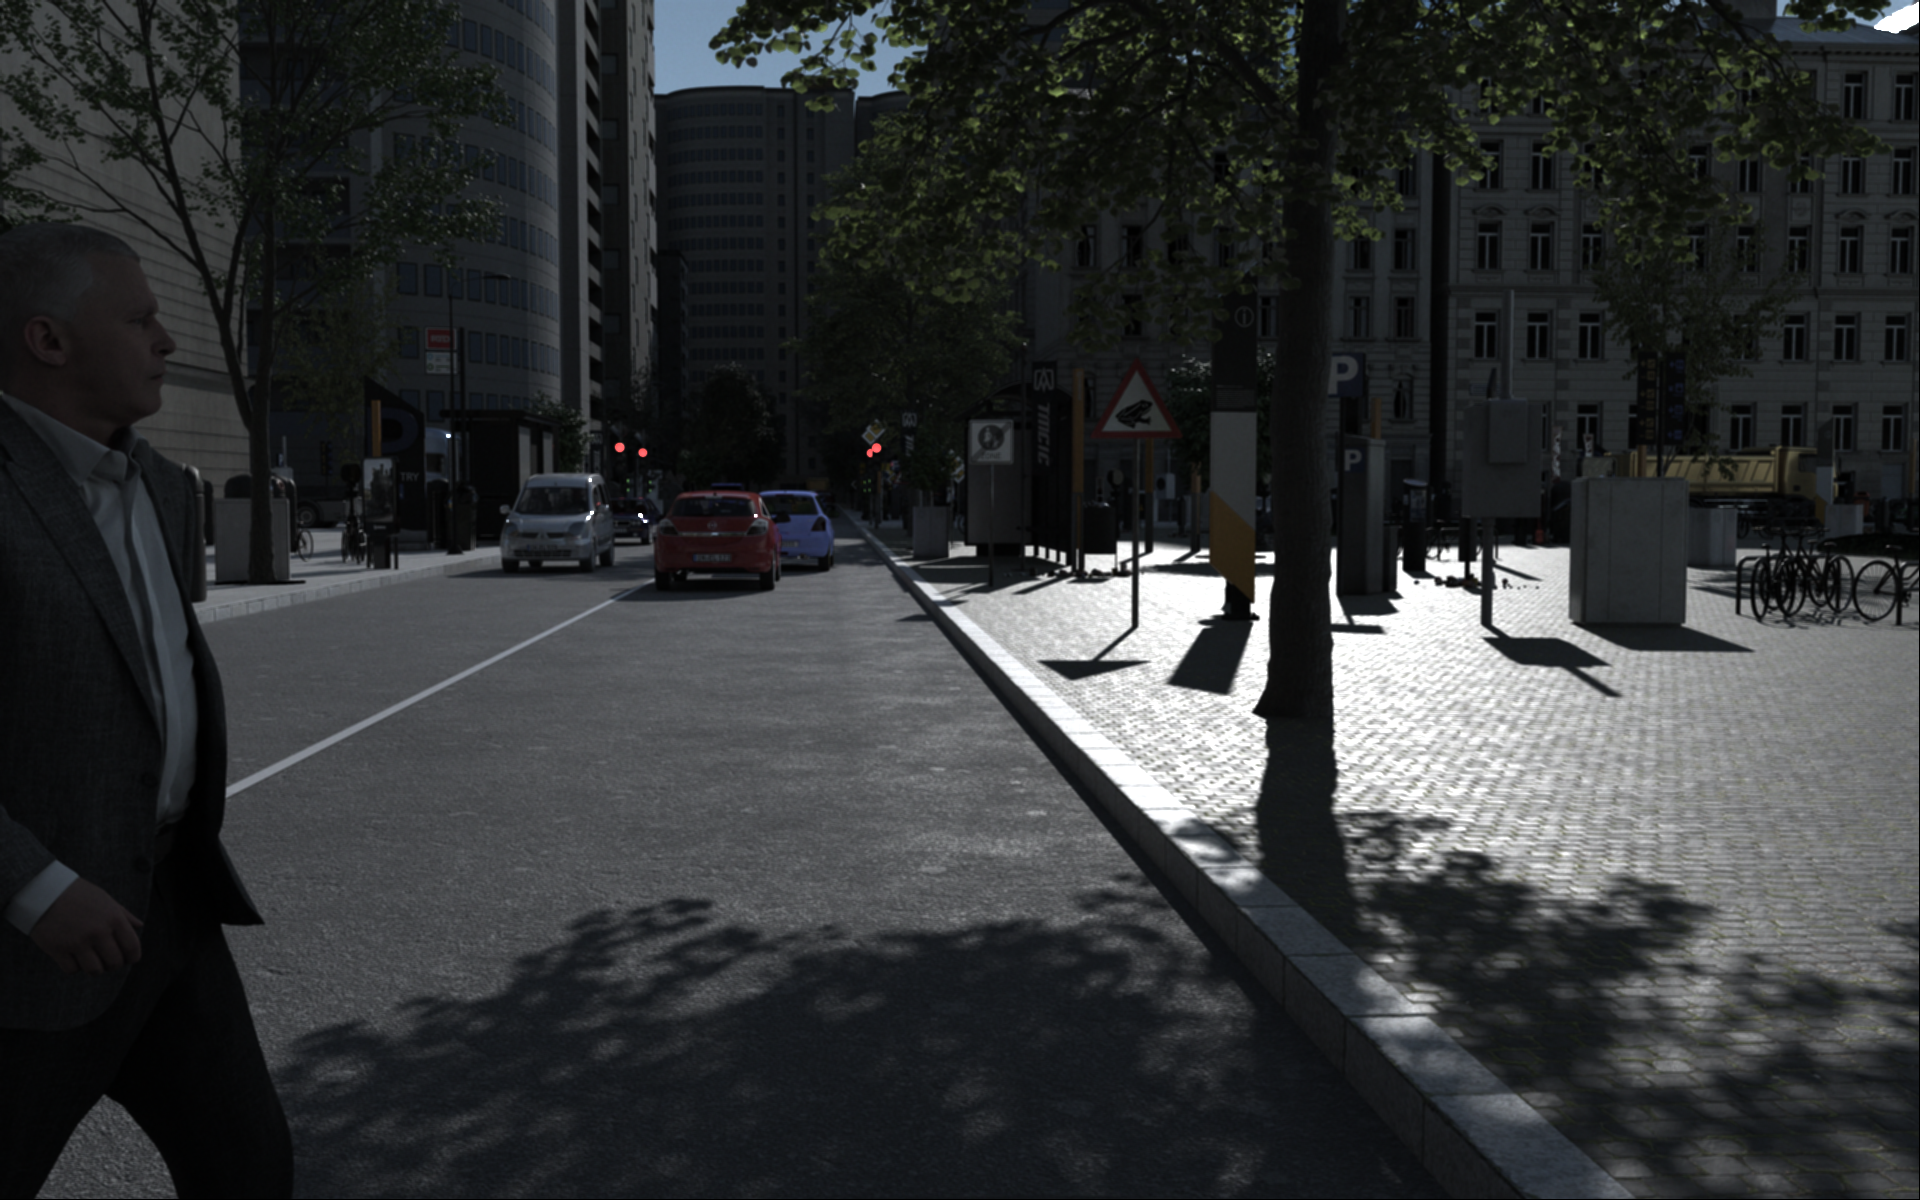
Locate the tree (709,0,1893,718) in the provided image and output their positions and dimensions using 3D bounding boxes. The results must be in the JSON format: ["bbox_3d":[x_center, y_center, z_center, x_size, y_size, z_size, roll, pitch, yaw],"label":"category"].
[{"bbox_3d":[2.387,-5.611,9.867,7.486,12.596,7.792,0,3,0],"label":"tree"}]

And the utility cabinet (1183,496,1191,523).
[{"bbox_3d":[10.065,-3.965,75.991,0.306,1.237,1.020,2,4,25],"label":"utility cabinet"}]

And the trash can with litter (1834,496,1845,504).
[{"bbox_3d":[64.221,-6.925,124.284,2.233,1.210,1.678,-1,4,-17],"label":"trash can with litter"}]

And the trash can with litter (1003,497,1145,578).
[{"bbox_3d":[1.803,-0.986,27.173,2.233,1.210,1.678,0,4,3],"label":"trash can with litter"}]

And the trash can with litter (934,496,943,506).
[{"bbox_3d":[-0.978,-5.000,93.137,0.624,1.170,1.055,-1,4,-23],"label":"trash can with litter"}]

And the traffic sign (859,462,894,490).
[{"bbox_3d":[-5.334,-7.170,111.104,2.265,3.308,0.079,0,4,-4],"label":"traffic sign"}]

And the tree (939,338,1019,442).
[{"bbox_3d":[0.972,-7.863,78.915,4.360,8.622,3.978,0,3,0],"label":"tree"}]

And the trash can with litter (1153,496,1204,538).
[{"bbox_3d":[6.429,-2.477,51.562,1.678,1.210,2.233,1,4,17],"label":"trash can with litter"}]

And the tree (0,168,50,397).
[{"bbox_3d":[-9.147,-1.884,14.520,4.285,4.588,4.351,0,3,0],"label":"tree"}]

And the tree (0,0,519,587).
[{"bbox_3d":[-10.008,-6.017,24.132,9.928,11.665,9.643,0,3,0],"label":"tree"}]

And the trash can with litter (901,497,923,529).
[{"bbox_3d":[-1.614,-3.159,63.044,1.055,1.170,0.624,0,4,-1],"label":"trash can with litter"}]

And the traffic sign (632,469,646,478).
[{"bbox_3d":[-16.005,-5.280,86.436,0.768,2.556,0.104,0,4,-3],"label":"traffic sign"}]

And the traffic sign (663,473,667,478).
[{"bbox_3d":[-17.624,-6.266,102.547,0.768,2.556,0.104,0,4,2],"label":"traffic sign"}]

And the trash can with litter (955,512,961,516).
[{"bbox_3d":[-1.003,-5.540,101.635,2.233,1.210,1.678,0,4,2],"label":"trash can with litter"}]

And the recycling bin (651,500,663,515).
[{"bbox_3d":[-13.638,-3.968,77.423,0.722,1.027,0.722,-1,4,-9],"label":"recycling bin"}]

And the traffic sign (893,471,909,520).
[{"bbox_3d":[-2.934,-5.339,87.292,0.884,2.594,0.081,0,4,-4],"label":"traffic sign"}]

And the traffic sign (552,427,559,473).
[{"bbox_3d":[-12.832,-3.471,50.621,2.265,3.308,0.079,0,4,3],"label":"traffic sign"}]

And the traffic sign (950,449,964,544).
[{"bbox_3d":[-0.218,-2.629,44.166,0.795,2.450,0.064,0,4,1],"label":"traffic sign"}]

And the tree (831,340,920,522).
[{"bbox_3d":[-3.665,-7.929,80.003,4.360,8.622,3.978,0,3,0],"label":"tree"}]

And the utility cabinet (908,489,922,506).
[{"bbox_3d":[-2.138,-4.554,83.138,0.318,1.500,1.173,-1,4,-22],"label":"utility cabinet"}]

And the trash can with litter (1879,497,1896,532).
[{"bbox_3d":[26.941,-2.395,50.215,1.678,1.210,2.233,2,4,33],"label":"trash can with litter"}]

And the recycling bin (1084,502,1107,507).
[{"bbox_3d":[4.104,-2.486,53.193,0.722,1.027,0.722,1,4,13],"label":"recycling bin"}]

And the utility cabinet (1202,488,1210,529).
[{"bbox_3d":[9.293,-3.277,62.263,1.173,1.500,0.318,0,4,6],"label":"utility cabinet"}]

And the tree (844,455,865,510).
[{"bbox_3d":[-7.877,-9.621,141.023,4.285,4.588,4.351,0,3,0],"label":"tree"}]

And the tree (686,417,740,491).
[{"bbox_3d":[-19.608,-11.477,138.010,4.737,8.622,4.395,0,3,0],"label":"tree"}]

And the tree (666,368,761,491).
[{"bbox_3d":[-18.109,-11.804,127.409,7.601,10.594,8.767,-1,4,-9],"label":"tree"}]

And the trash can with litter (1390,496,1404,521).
[{"bbox_3d":[20.592,-4.233,80.602,1.055,1.170,0.624,0,4,5],"label":"trash can with litter"}]

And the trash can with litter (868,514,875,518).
[{"bbox_3d":[-4.780,-5.022,93.494,0.624,1.170,1.055,-1,4,-19],"label":"trash can with litter"}]

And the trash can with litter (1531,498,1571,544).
[{"bbox_3d":[15.378,-2.045,44.819,1.055,1.170,0.624,0,4,-5],"label":"trash can with litter"}]

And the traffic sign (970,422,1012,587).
[{"bbox_3d":[0.429,-1.335,23.960,0.606,2.300,0.079,0,4,1],"label":"traffic sign"}]

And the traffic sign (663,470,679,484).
[{"bbox_3d":[-15.205,-5.557,90.853,0.884,2.594,0.081,0,4,2],"label":"traffic sign"}]

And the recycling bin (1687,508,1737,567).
[{"bbox_3d":[13.358,-1.127,30.973,0.722,1.027,0.722,-2,4,-26],"label":"recycling bin"}]

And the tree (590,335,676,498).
[{"bbox_3d":[-14.851,-7.914,79.748,4.360,8.622,3.978,0,3,0],"label":"tree"}]

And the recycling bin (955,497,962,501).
[{"bbox_3d":[-0.322,-7.138,129.265,0.722,1.027,0.722,-3,5,-41],"label":"recycling bin"}]

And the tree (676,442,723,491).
[{"bbox_3d":[-16.607,-7.754,110.497,4.285,4.588,4.351,0,3,0],"label":"tree"}]

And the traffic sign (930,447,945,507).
[{"bbox_3d":[-0.705,-2.587,42.397,0.768,2.556,0.104,0,4,5],"label":"traffic sign"}]

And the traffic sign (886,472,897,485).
[{"bbox_3d":[-3.417,-5.413,89.694,0.795,2.450,0.064,0,4,-1],"label":"traffic sign"}]

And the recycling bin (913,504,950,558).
[{"bbox_3d":[-0.574,-1.378,35.078,0.722,1.027,0.722,0,4,2],"label":"recycling bin"}]

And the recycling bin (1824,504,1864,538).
[{"bbox_3d":[21.383,-1.795,41.908,0.722,1.027,0.722,3,4,39],"label":"recycling bin"}]

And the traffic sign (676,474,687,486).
[{"bbox_3d":[-17.371,-6.576,107.624,0.768,2.556,0.104,0,4,3],"label":"traffic sign"}]

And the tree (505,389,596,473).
[{"bbox_3d":[-13.084,-4.329,54.493,4.285,4.588,4.351,0,3,0],"label":"tree"}]

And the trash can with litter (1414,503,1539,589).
[{"bbox_3d":[7.295,-0.821,24.480,1.678,1.210,2.233,1,4,17],"label":"trash can with litter"}]

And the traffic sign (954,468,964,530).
[{"bbox_3d":[-0.064,-3.683,61.401,0.795,2.450,0.064,0,4,2],"label":"traffic sign"}]

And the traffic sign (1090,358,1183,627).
[{"bbox_3d":[1.688,-1.017,16.632,0.884,2.594,0.081,0,4,2],"label":"traffic sign"}]

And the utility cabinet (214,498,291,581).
[{"bbox_3d":[-10.546,-0.897,25.823,1.020,1.237,0.306,-1,4,-17],"label":"utility cabinet"}]

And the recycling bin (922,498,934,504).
[{"bbox_3d":[-2.339,-6.767,123.187,0.722,1.027,0.722,2,4,31],"label":"recycling bin"}]

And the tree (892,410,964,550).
[{"bbox_3d":[-0.834,-2.777,40.000,1.663,3.219,1.824,0,3,0],"label":"tree"}]
